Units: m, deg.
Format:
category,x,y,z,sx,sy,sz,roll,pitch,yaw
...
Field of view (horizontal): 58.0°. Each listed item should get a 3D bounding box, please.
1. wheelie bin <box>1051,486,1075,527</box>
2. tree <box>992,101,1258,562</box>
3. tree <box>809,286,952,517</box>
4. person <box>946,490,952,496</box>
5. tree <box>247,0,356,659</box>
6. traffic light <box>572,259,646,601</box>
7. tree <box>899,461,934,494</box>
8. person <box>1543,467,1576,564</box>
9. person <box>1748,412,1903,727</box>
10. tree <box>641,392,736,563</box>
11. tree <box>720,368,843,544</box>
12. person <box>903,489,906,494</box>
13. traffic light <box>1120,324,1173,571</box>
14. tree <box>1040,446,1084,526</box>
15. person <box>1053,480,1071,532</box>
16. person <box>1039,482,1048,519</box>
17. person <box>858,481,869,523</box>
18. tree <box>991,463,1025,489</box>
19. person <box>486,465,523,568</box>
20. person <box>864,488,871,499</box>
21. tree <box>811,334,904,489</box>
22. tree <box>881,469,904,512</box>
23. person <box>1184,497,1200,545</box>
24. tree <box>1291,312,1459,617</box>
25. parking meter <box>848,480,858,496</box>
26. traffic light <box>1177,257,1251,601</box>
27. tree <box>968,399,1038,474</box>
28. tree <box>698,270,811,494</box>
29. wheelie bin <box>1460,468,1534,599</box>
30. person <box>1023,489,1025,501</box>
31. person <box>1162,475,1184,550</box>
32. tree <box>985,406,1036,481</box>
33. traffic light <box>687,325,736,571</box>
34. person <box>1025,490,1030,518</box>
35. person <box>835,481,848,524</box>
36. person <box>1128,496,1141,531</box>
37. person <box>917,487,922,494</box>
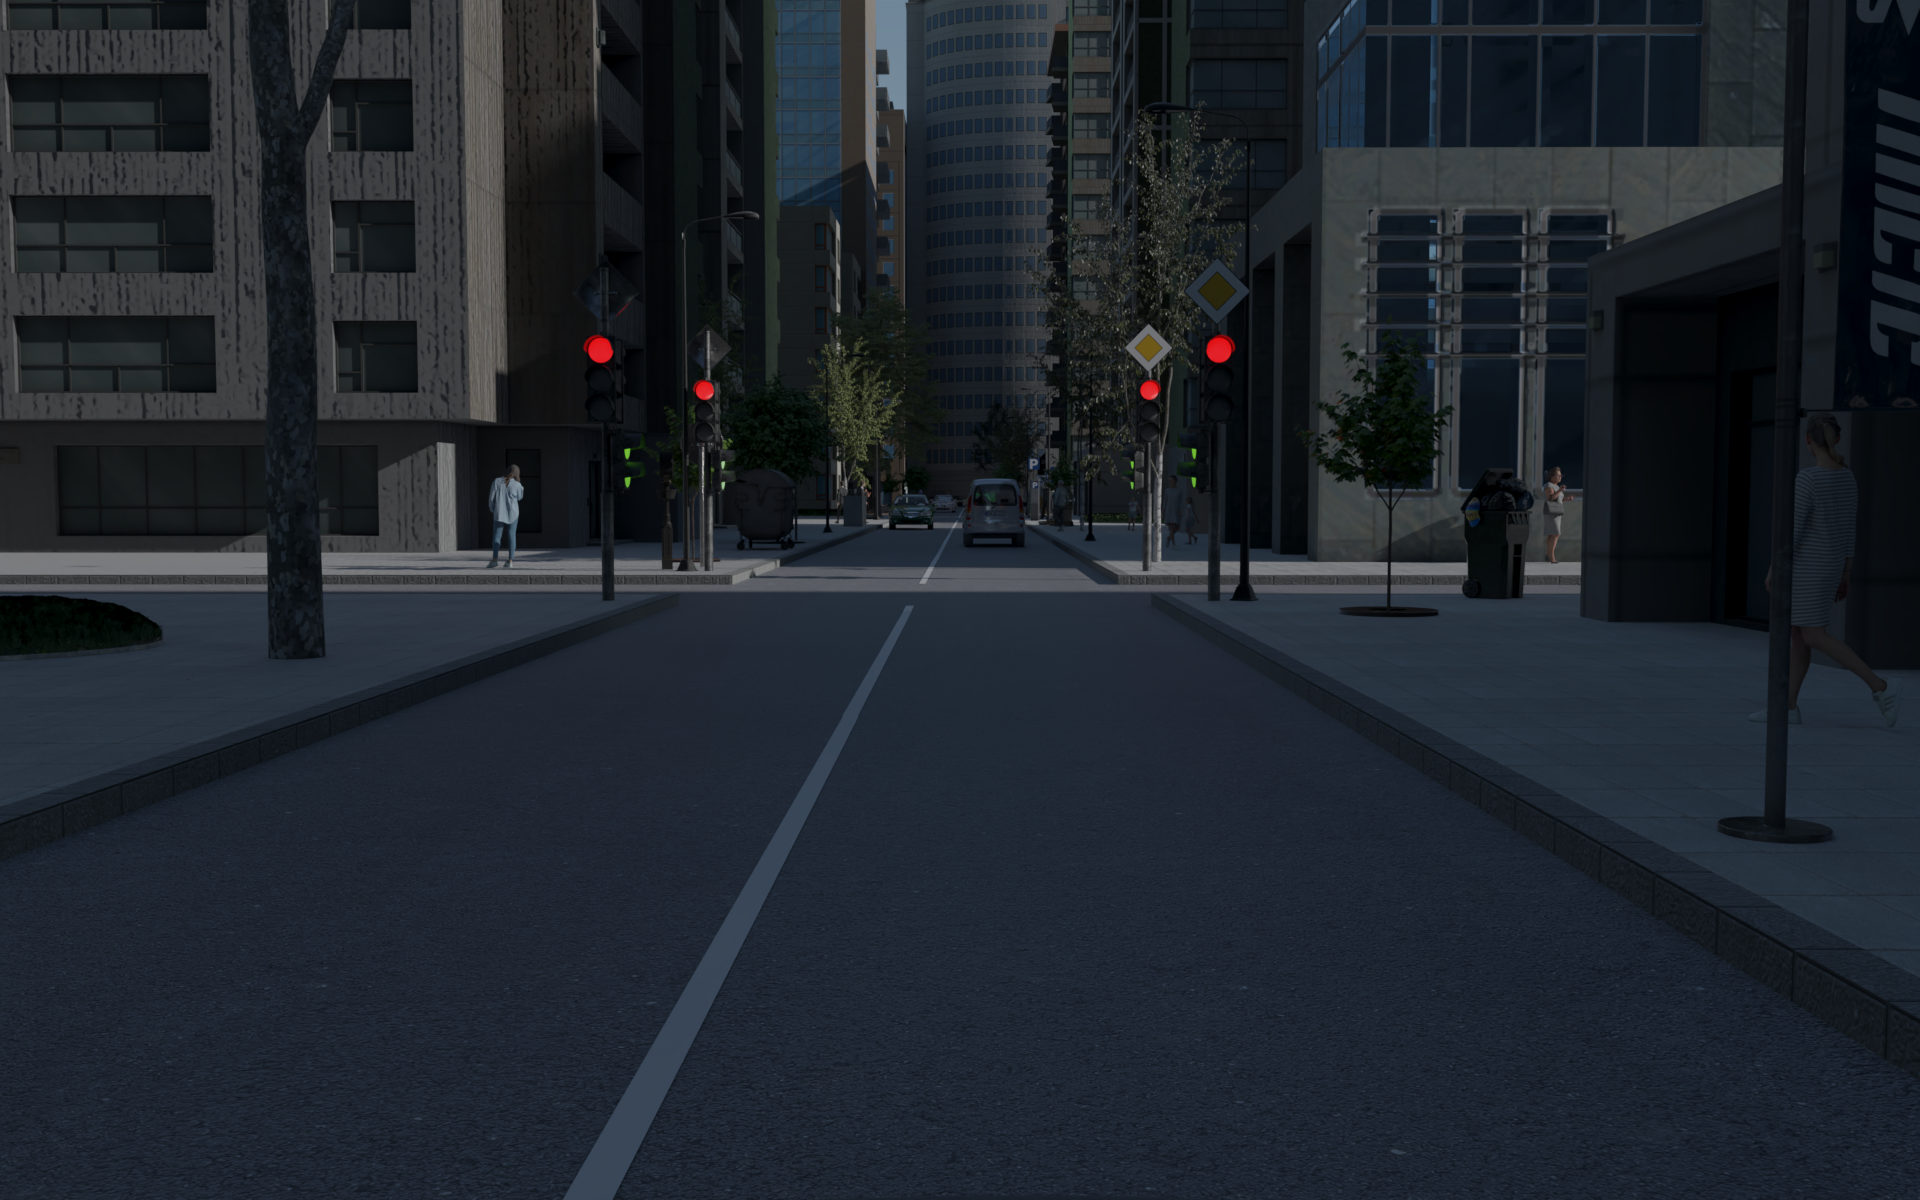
category,x,y,z,sx,sy,sz,roll,pitch,yaw
wheelie bin,4.038,-3.697,68.357,0.980,1.594,0.693,-2,4,-28
tree,3.556,-5.029,32.582,4.360,8.622,3.978,0,3,0
tree,-4.345,-10.770,94.214,7.486,12.596,7.792,0,3,0
person,-1.104,-8.742,151.963,0.750,1.759,0.617,-3,5,-43
tree,-5.972,-9.533,11.756,12.611,20.169,13.585,0,3,0
traffic light,-4.224,-1.948,20.769,0.839,4.253,0.868,0,4,0
tree,-4.284,-11.486,171.516,4.285,4.588,4.351,0,3,0
person,11.025,-1.566,32.008,0.532,1.782,0.716,3,4,36
person,4.783,-0.168,9.546,0.760,1.731,0.466,2,4,28
tree,-4.992,-2.328,32.668,1.663,3.219,1.824,0,3,0
tree,-4.679,-3.749,45.013,4.285,4.588,4.351,0,3,0
person,-5.182,-9.736,166.011,0.721,1.735,1.217,-1,4,-19
traffic light,3.092,-2.434,28.720,0.839,4.253,0.868,0,4,0
tree,4.076,-4.598,69.784,1.663,3.219,1.824,0,3,0
person,3.527,-3.236,59.435,0.515,1.767,0.782,3,5,40
person,4.285,-5.027,87.589,0.474,1.900,0.648,-2,4,-25
person,-4.187,-4.156,73.763,0.755,1.850,0.659,-2,4,-24
tree,4.466,-10.459,154.713,4.285,4.588,4.351,0,3,0
person,-7.935,-1.460,30.176,0.793,1.790,0.793,3,4,37
person,-6.047,-6.374,111.725,0.593,1.643,0.415,-3,5,-41
tree,-5.063,-7.926,79.946,4.737,8.622,4.395,0,3,0
tree,-5.000,-7.794,122.040,1.663,3.219,1.824,0,3,0
person,5.872,-2.012,43.954,0.382,1.210,0.505,1,4,19
tree,4.639,-1.465,18.561,1.663,3.219,1.824,0,3,0
parking meter,-4.476,-4.073,72.308,0.255,1.863,0.399,2,4,31
traffic light,3.037,-1.946,20.735,0.839,4.253,0.868,0,4,0
tree,4.206,-14.252,167.433,7.601,10.594,8.767,1,4,10
tree,-7.980,-6.346,54.115,4.737,8.622,4.395,0,3,0
wheelie bin,6.649,-0.823,21.368,0.980,1.594,0.693,-3,5,-44
person,6.224,-9.690,165.140,0.621,1.740,0.551,1,4,14
person,4.930,-2.051,40.332,0.466,1.731,0.760,-1,4,-23
tree,4.421,-11.805,143.370,4.737,8.622,4.395,0,3,0
traffic light,-4.169,-2.436,28.754,0.839,4.253,0.868,0,4,0
person,3.859,-5.338,93.413,0.635,1.810,0.391,2,4,31
person,-5.140,-4.230,74.974,0.659,1.850,0.755,-2,4,-31
person,6.051,-3.001,60.131,0.505,1.210,0.382,1,4,18
person,-3.489,-8.583,146.248,0.599,1.838,0.709,1,4,19
